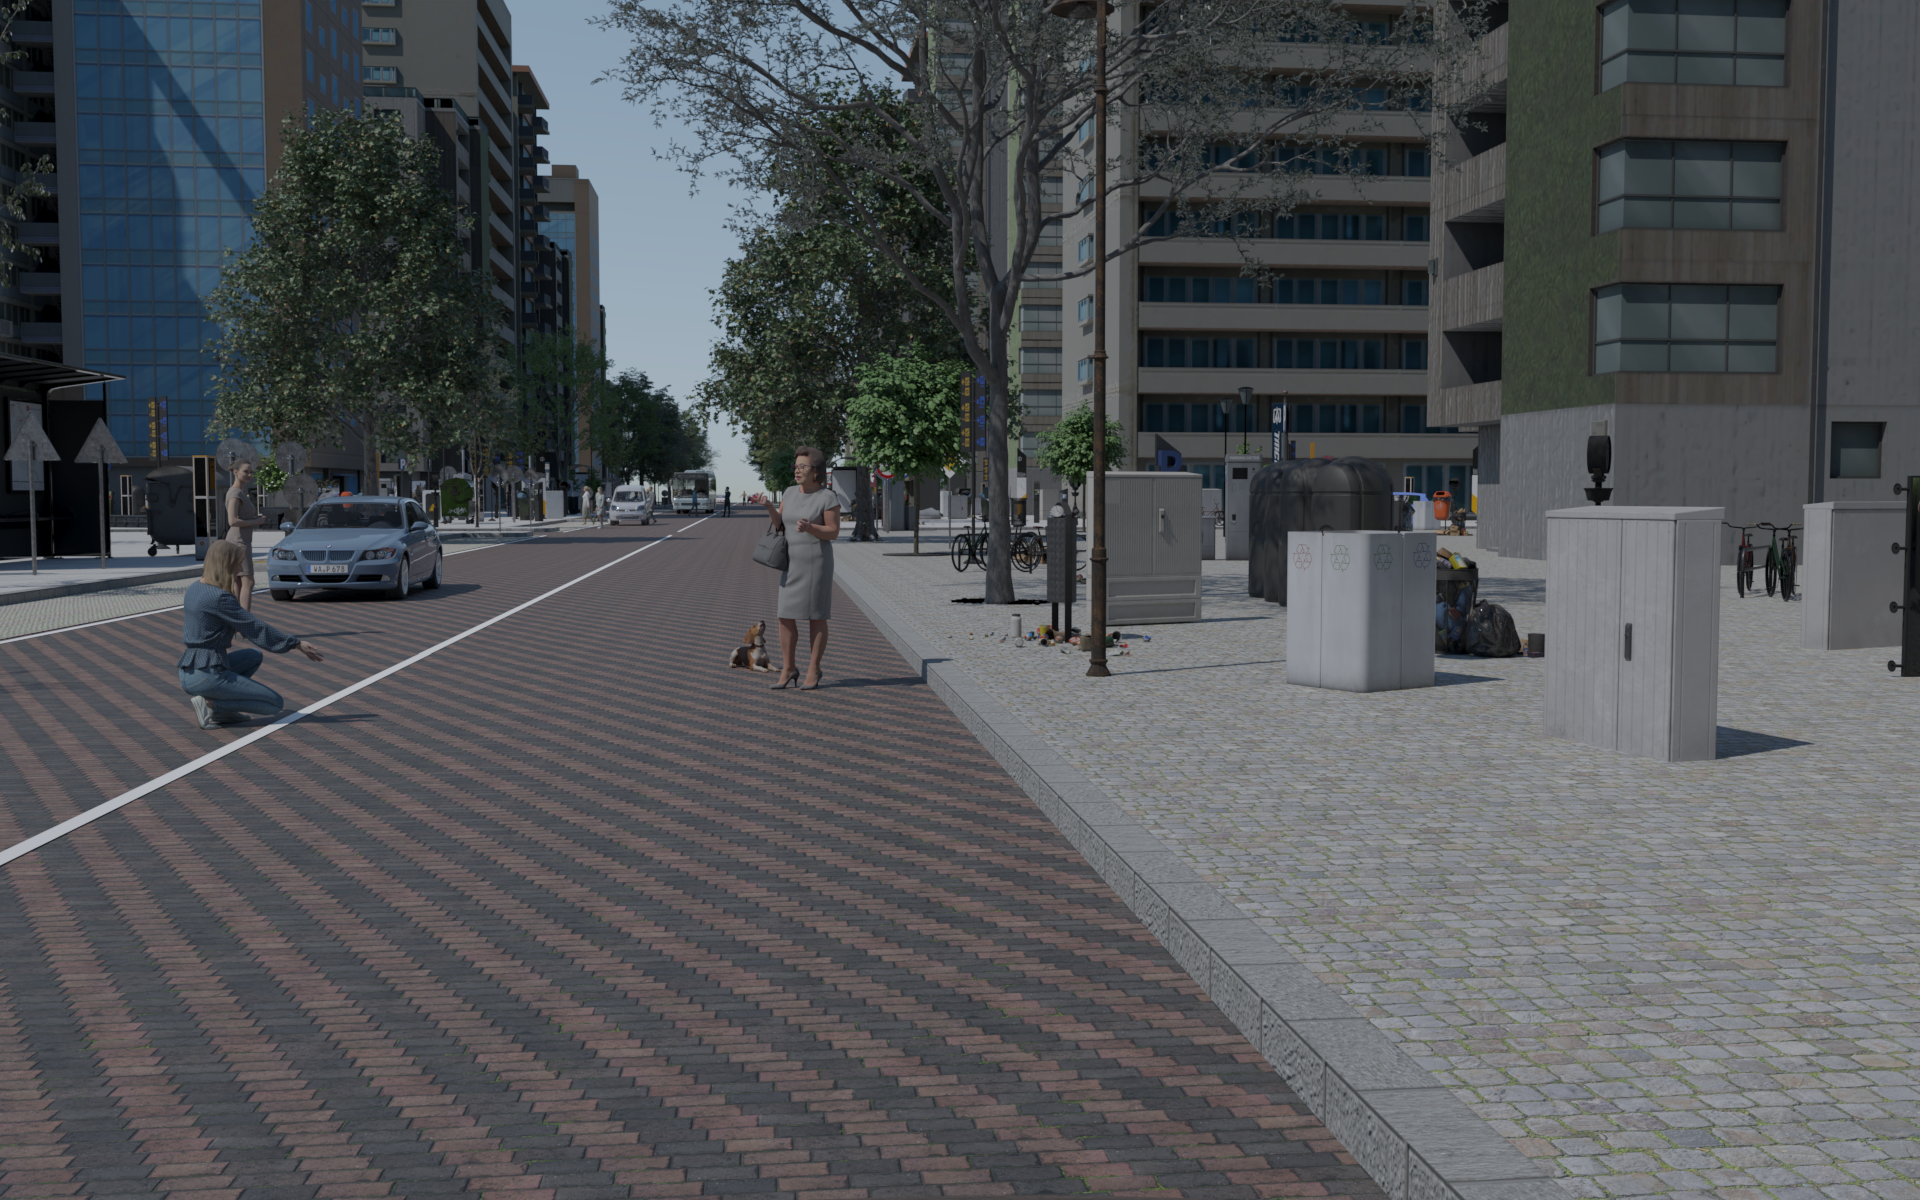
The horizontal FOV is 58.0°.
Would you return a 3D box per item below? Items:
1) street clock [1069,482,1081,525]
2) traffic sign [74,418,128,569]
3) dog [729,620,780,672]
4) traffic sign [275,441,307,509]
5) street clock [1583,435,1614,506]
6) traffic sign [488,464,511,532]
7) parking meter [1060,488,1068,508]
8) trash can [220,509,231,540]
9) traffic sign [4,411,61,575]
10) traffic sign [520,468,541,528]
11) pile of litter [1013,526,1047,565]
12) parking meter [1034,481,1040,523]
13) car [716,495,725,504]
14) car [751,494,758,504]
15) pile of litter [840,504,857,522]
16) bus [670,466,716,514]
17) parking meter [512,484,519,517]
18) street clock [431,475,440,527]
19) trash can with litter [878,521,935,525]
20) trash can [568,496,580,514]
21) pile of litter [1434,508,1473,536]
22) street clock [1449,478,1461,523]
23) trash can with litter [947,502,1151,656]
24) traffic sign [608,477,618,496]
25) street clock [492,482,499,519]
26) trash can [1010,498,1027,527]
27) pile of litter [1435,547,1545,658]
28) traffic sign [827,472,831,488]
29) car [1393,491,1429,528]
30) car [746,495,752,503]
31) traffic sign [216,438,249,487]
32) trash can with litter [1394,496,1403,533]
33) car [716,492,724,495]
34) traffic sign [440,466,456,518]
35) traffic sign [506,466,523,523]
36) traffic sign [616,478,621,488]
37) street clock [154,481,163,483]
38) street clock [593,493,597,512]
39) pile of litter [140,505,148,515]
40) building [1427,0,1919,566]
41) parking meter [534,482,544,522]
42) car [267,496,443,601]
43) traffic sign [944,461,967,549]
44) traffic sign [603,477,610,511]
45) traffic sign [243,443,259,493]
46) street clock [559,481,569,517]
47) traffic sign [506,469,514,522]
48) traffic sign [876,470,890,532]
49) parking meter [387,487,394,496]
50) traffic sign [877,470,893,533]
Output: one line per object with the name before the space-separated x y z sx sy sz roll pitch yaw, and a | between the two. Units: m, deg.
street clock | 4.720 -4.059 70.939 0.471 2.002 0.358 -2 4 -25
traffic sign | -14.663 -1.809 29.577 0.884 2.594 0.081 0 4 -3
dog | -1.652 0.363 14.263 0.550 0.427 0.748 1 4 12
traffic sign | -16.213 -2.562 41.996 0.768 2.556 0.104 0 4 -3
street clock | 7.902 -1.033 21.455 0.358 2.002 0.471 2 4 29
traffic sign | -15.475 -3.339 58.229 0.795 2.450 0.064 0 4 -7
parking meter | 4.499 -4.078 75.084 0.372 1.533 0.369 0 3 0
trash can | -17.261 -1.796 41.024 0.748 1.137 0.748 0 3 0
traffic sign | -14.601 -1.667 27.259 0.884 2.594 0.081 0 4 -1
traffic sign | -16.407 -3.824 66.159 0.795 2.450 0.064 0 4 -7
pile of litter | 1.548 -1.115 32.194 1.176 0.858 1.719 1 4 19
parking meter | 3.397 -4.337 76.617 0.255 1.863 0.399 0 4 4
car | -31.858 -13.319 230.124 2.083 1.381 4.827 0 4 -6
car | -28.497 -14.343 243.552 2.155 1.783 4.494 0 4 -7
pile of litter | -5.135 -4.113 81.213 1.176 0.858 1.719 1 4 22
bus | -19.718 -8.202 128.965 2.948 3.499 13.247 0 4 -6
parking meter | -24.635 -5.524 96.029 0.255 1.863 0.399 1 4 18
street clock | -20.167 -3.794 66.601 0.358 2.002 0.471 -1 4 -21
trash can with litter | -2.170 -3.741 72.228 2.233 1.210 1.678 1 4 21
trash can | -24.345 -5.961 109.114 0.748 1.137 0.748 0 3 0
pile of litter | 15.217 -2.419 53.514 1.176 0.858 1.719 0 4 5
street clock | 21.999 -4.433 77.050 0.471 2.002 0.358 3 5 41
trash can with litter | 0.851 -0.225 14.733 1.678 1.210 2.233 -1 4 -10
traffic sign | -26.225 -8.006 131.009 0.768 2.556 0.104 0 3 0
street clock | -24.336 -5.281 90.909 0.471 2.002 0.358 -1 4 -12
trash can | 2.292 -3.428 67.700 0.748 1.137 0.748 0 3 0
pile of litter | 4.081 -0.012 14.158 1.176 0.858 1.719 -2 4 -35
traffic sign | -7.430 -6.046 98.965 0.768 2.556 0.104 0 4 2
car | 16.379 -3.484 66.547 3.694 1.707 1.945 0 4 -7
car | -35.243 -17.202 293.829 1.945 1.354 3.894 -1 4 -9
traffic sign | -16.550 -2.403 39.388 0.768 2.556 0.104 0 4 3
trash can with litter | 12.928 -2.456 51.209 1.678 1.210 2.233 0 4 1
car | -33.571 -14.245 242.692 2.009 1.686 4.222 0 4 -7
traffic sign | -23.290 -4.815 78.830 0.768 2.556 0.104 0 4 -4
traffic sign | -19.924 -4.727 77.396 0.768 2.556 0.104 0 4 -6
traffic sign | -26.625 -8.203 134.217 0.768 2.556 0.104 0 4 3
street clock | -31.957 -3.958 69.279 0.358 2.002 0.471 1 4 16
street clock | -26.443 -7.386 125.328 0.471 2.002 0.358 2 4 29
pile of litter | -31.424 -3.234 66.845 1.719 0.858 1.176 0 4 3
building | 17.762 -16.256 37.482 14.160 30.474 14.107 0 4 -7
parking meter | -19.713 -4.607 81.038 0.255 1.863 0.399 2 4 26
car | -8.594 -0.790 24.911 2.014 1.417 4.499 0 4 -7
traffic sign | -0.240 -2.400 40.421 0.795 2.450 0.064 0 4 0
traffic sign | -27.056 -8.107 132.659 0.768 2.556 0.104 0 4 0
traffic sign | -17.710 -2.613 42.830 0.768 2.556 0.104 0 4 3
street clock | -21.884 -5.577 95.761 0.471 2.002 0.358 -1 4 -20
traffic sign | -20.541 -4.863 79.620 0.768 2.556 0.104 0 4 -1
traffic sign | -2.520 -3.594 58.862 0.768 2.556 0.104 0 4 -3
parking meter | -21.291 -3.460 64.985 0.372 1.533 0.369 0 3 0
traffic sign | -2.364 -3.464 56.738 0.768 2.556 0.104 0 4 2
